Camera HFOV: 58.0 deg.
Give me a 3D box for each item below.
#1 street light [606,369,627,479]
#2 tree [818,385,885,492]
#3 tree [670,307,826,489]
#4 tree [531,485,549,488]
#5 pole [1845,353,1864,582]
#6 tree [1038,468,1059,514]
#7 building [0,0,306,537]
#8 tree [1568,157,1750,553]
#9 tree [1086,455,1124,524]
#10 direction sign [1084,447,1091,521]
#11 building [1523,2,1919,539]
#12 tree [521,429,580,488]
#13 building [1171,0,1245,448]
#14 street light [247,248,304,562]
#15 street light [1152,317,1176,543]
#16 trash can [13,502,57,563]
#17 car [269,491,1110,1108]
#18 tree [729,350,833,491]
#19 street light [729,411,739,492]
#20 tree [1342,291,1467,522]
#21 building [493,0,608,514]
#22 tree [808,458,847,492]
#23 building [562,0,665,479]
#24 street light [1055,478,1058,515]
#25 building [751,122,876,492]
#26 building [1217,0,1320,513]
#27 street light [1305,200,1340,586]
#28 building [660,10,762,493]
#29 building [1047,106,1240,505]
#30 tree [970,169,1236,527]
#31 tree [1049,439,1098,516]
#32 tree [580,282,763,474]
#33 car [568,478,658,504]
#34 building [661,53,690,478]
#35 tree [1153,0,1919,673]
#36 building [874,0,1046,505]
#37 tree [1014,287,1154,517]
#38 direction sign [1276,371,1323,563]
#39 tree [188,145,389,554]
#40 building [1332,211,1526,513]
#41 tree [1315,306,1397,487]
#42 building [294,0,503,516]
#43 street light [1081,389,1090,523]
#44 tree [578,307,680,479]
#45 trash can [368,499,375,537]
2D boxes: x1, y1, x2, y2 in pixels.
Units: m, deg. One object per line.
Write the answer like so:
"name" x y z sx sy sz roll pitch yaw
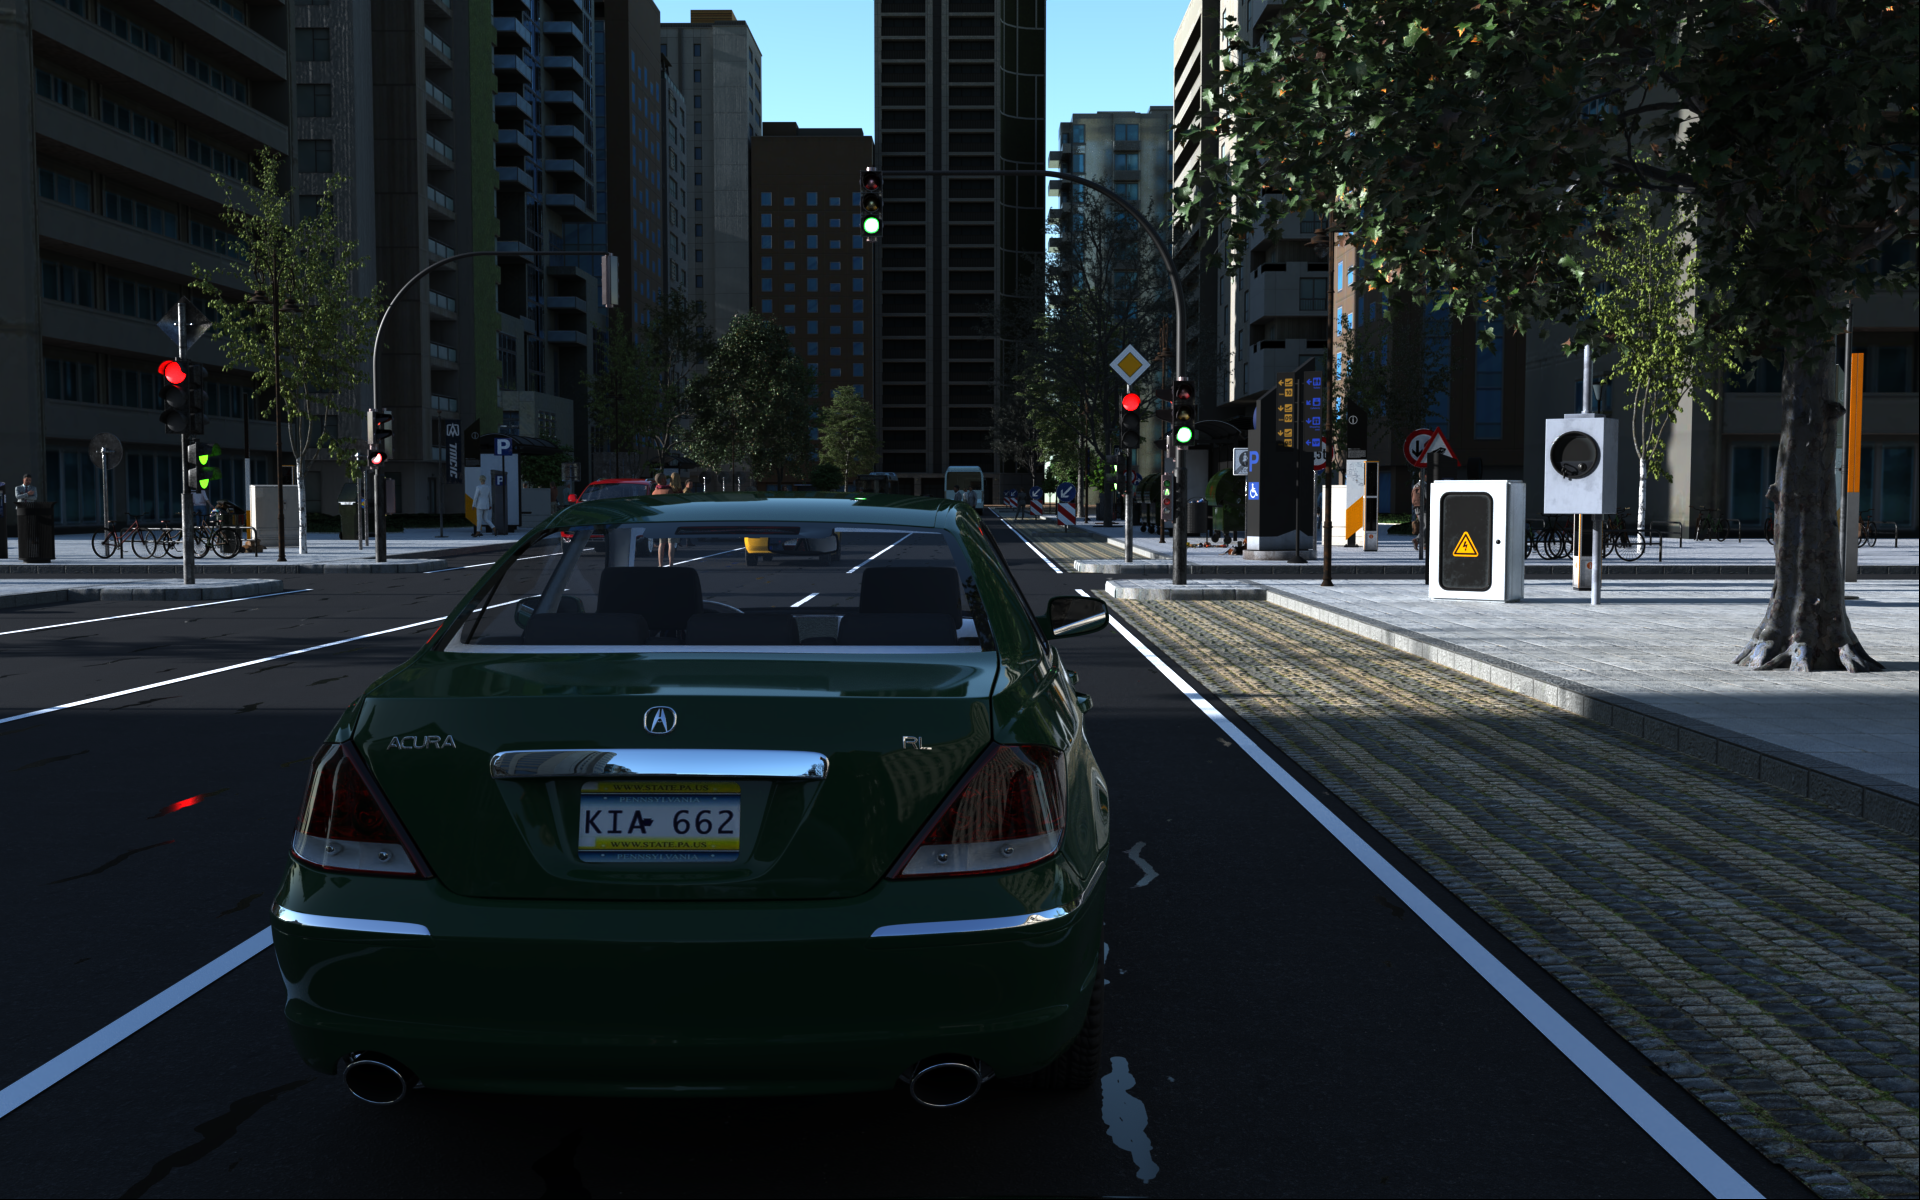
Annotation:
"street light" -12.710 -5.591 64.202 0.468 5.910 1.993 0 4 0
"tree" -11.487 -16.050 180.537 7.486 12.596 7.792 0 3 0
"tree" -12.736 -11.565 106.095 9.611 12.733 9.660 0 3 0
"tree" -21.879 -5.977 92.333 1.663 3.219 1.824 0 3 0
"pole" 12.998 -1.917 25.185 0.158 3.312 0.155 0 3 0
"tree" 6.725 -8.204 128.743 1.663 3.219 1.824 0 3 0
"building" -37.942 -26.699 60.235 21.300 48.544 21.600 0 4 0
"tree" 14.994 -5.313 37.226 4.737 8.622 4.395 0 3 0
"tree" 6.147 -4.848 73.869 1.663 3.219 1.824 0 3 0
"direction sign" 6.177 -5.624 83.950 0.379 3.537 0.876 -1 4 -9
"building" 31.343 -26.586 58.388 21.600 48.544 21.300 0 4 0
"tree" -20.788 -6.315 86.961 4.285 4.588 4.351 0 3 0
"building" 31.155 -32.646 157.470 21.300 48.544 21.600 0 4 0
"street light" -12.919 -3.672 32.823 0.468 5.910 1.993 0 4 0
"street light" 5.309 -4.433 45.272 0.468 5.910 1.993 0 4 0
"trash can" -17.204 -1.260 32.251 0.748 1.137 0.748 0 3 0
"car" -0.540 0.378 5.614 2.131 1.459 4.920 0 4 1
"tree" -12.558 -11.905 120.400 9.928 11.665 9.643 0 3 0
"street light" -12.410 -7.467 94.870 0.468 5.910 1.993 0 4 0
"tree" 15.513 -6.698 59.867 4.360 8.622 3.978 0 3 0
"building" -37.623 -49.476 121.599 22.319 86.520 31.000 0 4 0
"tree" -12.779 -11.402 170.138 4.285 4.588 4.351 0 3 0
"building" -33.120 -30.292 145.389 14.600 45.320 14.200 0 4 0
"street light" 5.951 -8.189 106.675 0.468 5.910 1.993 0 4 0
"building" -17.396 -34.346 211.671 14.200 45.320 14.600 0 4 0
"building" 34.970 -33.211 132.238 28.713 52.752 27.495 0 4 0
"street light" 5.121 -3.131 23.974 0.468 5.910 1.993 0 4 0
"building" -38.890 -41.167 215.071 28.212 58.520 21.231 0 4 0
"building" 26.200 -36.508 216.508 30.456 49.044 23.786 0 4 0
"tree" 5.595 -9.558 66.643 12.009 13.543 11.850 0 3 0
"tree" 6.928 -7.284 102.810 4.285 4.588 4.351 0 3 0
"tree" -13.106 -8.670 76.173 7.601 10.594 8.767 2 4 34
"car" -8.073 -2.004 41.446 2.281 1.827 5.304 0 4 1
"building" -33.228 -29.347 163.423 14.086 41.232 14.154 0 4 0
"tree" 6.186 -5.842 12.528 9.611 12.733 9.660 0 3 0
"building" 0.241 -47.428 213.698 20.611 71.187 20.563 0 4 0
"tree" 6.720 -10.788 94.515 7.486 12.596 7.792 0 3 0
"direction sign" 6.280 -2.455 32.128 0.876 3.537 0.379 2 4 31
"tree" -14.071 -5.287 36.805 4.737 8.622 4.395 0 3 0
"building" 28.176 -26.974 91.139 14.600 45.320 14.200 0 4 0
"tree" 15.208 -7.208 68.208 4.737 8.622 4.395 0 3 0
"building" -31.850 -24.624 86.204 14.154 41.232 14.086 0 4 0
"street light" 5.550 -6.309 75.941 0.468 5.910 1.993 0 4 0
"tree" -12.776 -7.180 67.750 4.737 8.622 4.395 0 3 0
"trash can" -17.601 -2.451 51.719 0.748 1.137 0.748 0 3 0
